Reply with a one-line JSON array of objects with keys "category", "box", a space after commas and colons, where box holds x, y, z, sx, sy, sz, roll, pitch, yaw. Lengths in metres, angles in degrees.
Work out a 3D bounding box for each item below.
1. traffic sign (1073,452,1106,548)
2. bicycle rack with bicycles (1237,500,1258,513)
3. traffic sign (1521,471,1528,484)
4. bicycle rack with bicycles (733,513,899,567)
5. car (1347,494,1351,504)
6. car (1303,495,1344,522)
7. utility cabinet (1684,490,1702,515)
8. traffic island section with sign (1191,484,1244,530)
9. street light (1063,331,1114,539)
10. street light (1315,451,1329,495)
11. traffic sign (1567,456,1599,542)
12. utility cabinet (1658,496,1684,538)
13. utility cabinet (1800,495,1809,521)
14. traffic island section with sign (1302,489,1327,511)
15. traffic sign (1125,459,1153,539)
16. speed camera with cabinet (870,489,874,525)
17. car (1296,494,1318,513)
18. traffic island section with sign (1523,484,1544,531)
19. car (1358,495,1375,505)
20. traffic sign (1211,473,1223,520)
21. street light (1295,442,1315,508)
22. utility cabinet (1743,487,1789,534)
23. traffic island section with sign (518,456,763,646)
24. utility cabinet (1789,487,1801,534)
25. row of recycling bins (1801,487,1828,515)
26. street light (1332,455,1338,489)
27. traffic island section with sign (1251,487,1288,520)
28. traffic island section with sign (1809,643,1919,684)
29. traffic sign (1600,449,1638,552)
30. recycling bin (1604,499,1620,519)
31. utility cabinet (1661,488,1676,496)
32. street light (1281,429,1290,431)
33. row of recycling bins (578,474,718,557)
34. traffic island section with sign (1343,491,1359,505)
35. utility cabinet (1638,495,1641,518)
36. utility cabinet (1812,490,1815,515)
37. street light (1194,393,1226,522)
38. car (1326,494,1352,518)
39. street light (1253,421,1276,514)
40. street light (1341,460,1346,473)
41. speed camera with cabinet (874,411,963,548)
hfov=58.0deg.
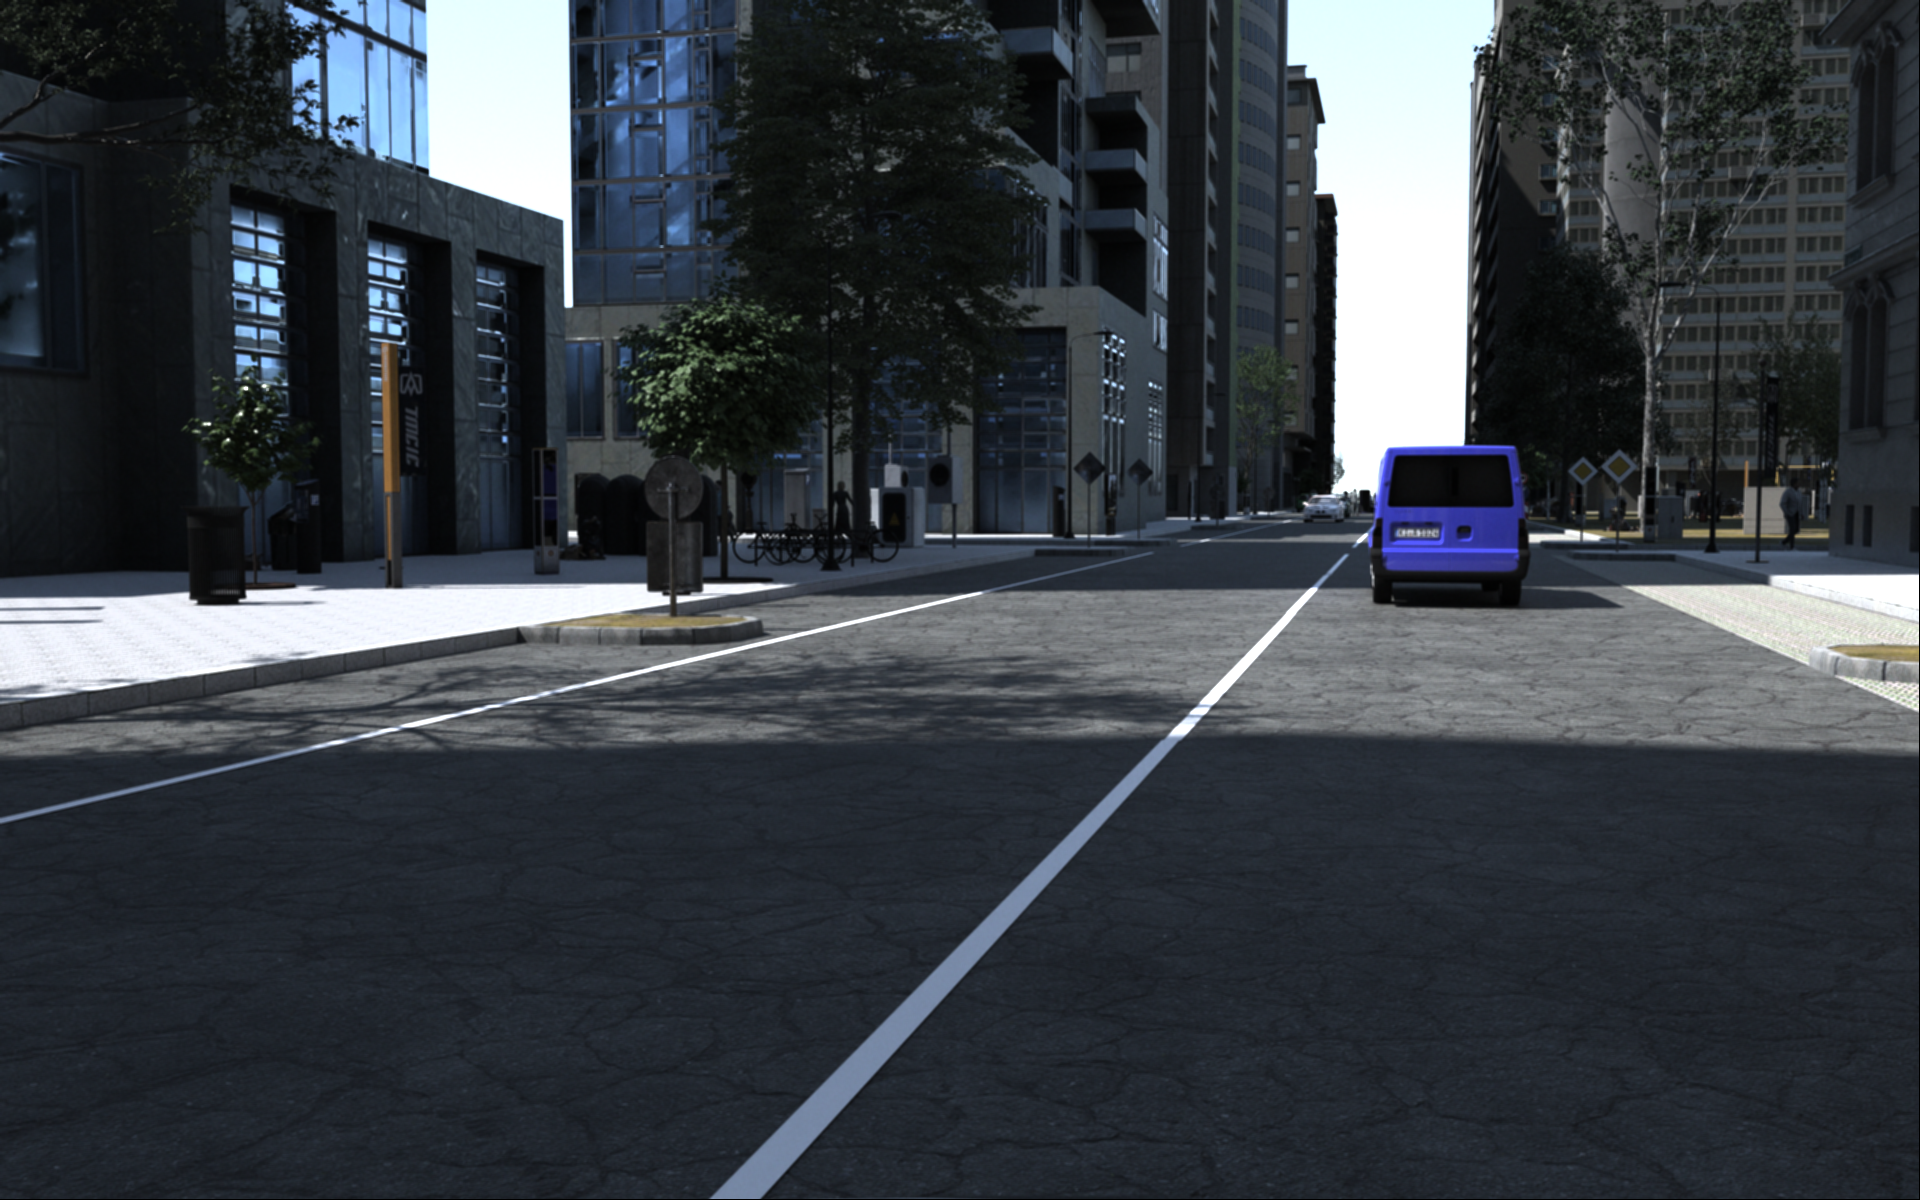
[{"category": "traffic sign", "box": [3.079, -2.299, 41.234, 0.795, 2.450, 0.064, 1, 4, 14]}, {"category": "bicycle rack with bicycles", "box": [18.559, -6.227, 115.190, 2.852, 0.926, 2.925, -1, 4, -22]}, {"category": "traffic sign", "box": [31.208, -5.892, 96.434, 0.768, 2.556, 0.104, 1, 4, 17]}, {"category": "bicycle rack with bicycles", "box": [-2.776, -1.124, 31.758, 2.925, 0.926, 2.852, 1, 4, 10]}, {"category": "car", "box": [51.799, -13.505, 230.589, 2.009, 1.686, 4.222, 1, 4, 15]}, {"category": "car", "box": [18.758, -4.699, 89.185, 2.083, 1.381, 4.827, 1, 4, 16]}, {"category": "utility cabinet", "box": [43.607, -5.782, 103.212, 1.173, 1.500, 0.318, -1, 4, -18]}, {"category": "traffic island section with sign", "box": [10.458, -3.763, 70.159, 1.989, 1.847, 2.006, 1, 4, 14]}, {"category": "street light", "box": [3.676, -4.707, 49.504, 1.470, 5.913, 1.316, 1, 4, 14]}, {"category": "street light", "box": [38.356, -12.979, 184.752, 1.470, 5.913, 1.316, 1, 4, 14]}, {"category": "traffic sign", "box": [16.532, -2.592, 46.018, 0.795, 2.450, 0.064, 1, 4, 14]}, {"category": "utility cabinet", "box": [20.420, -2.388, 50.212, 1.020, 1.237, 0.306, 0, 4, -7]}, {"category": "utility cabinet", "box": [40.419, -4.434, 83.651, 1.020, 1.237, 0.306, 2, 4, 33]}, {"category": "traffic island section with sign", "box": [29.703, -8.353, 145.207, 1.989, 1.847, 2.006, 1, 4, 14]}, {"category": "traffic sign", "box": [5.063, -2.772, 48.970, 0.795, 2.450, 0.064, 1, 4, 14]}, {"category": "speed camera with cabinet", "box": [-2.191, -3.603, 53.243, 0.660, 3.252, 2.038, 1, 4, 18]}, {"category": "car", "box": [26.781, -7.597, 133.001, 1.959, 1.807, 4.718, 1, 4, 12]}, {"category": "traffic island section with sign", "box": [21.900, -3.644, 68.204, 1.989, 1.847, 2.006, 1, 4, 14]}, {"category": "car", "box": [52.399, -12.898, 223.240, 2.083, 1.381, 4.827, 1, 4, 14]}, {"category": "traffic sign", "box": [12.746, -5.119, 85.828, 0.606, 2.300, 0.079, 2, 4, 24]}, {"category": "street light", "box": [30.653, -11.143, 154.723, 1.470, 5.913, 1.316, 1, 4, 14]}, {"category": "utility cabinet", "box": [25.363, -2.809, 54.608, 1.173, 1.500, 0.318, 1, 4, 20]}, {"category": "traffic island section with sign", "box": [-3.079, -0.535, 17.374, 1.989, 1.847, 2.006, 1, 4, 14]}, {"category": "utility cabinet", "box": [26.252, -2.845, 55.193, 1.173, 1.500, 0.318, -2, 4, -26]}, {"category": "row of recycling bins", "box": [52.406, -5.943, 104.288, 3.534, 1.692, 1.069, 2, 4, 28]}, {"category": "street light", "box": [43.360, -14.147, 203.851, 1.470, 5.913, 1.316, 1, 4, 14]}, {"category": "traffic island section with sign", "box": [17.384, -5.415, 97.167, 1.989, 1.847, 2.006, 1, 4, 14]}, {"category": "traffic island section with sign", "box": [7.931, -0.311, 13.718, 1.989, 1.847, 2.006, 1, 4, 14]}, {"category": "traffic sign", "box": [14.548, -2.119, 38.283, 0.795, 2.450, 0.064, 1, 4, 14]}, {"category": "recycling bin", "box": [33.403, -4.665, 88.831, 0.722, 1.027, 0.722, 2, 4, 29]}, {"category": "utility cabinet", "box": [26.687, -3.463, 65.294, 0.318, 1.500, 1.173, 1, 4, 11]}, {"category": "street light", "box": [22.959, -9.296, 124.535, 1.470, 5.913, 1.316, 1, 4, 14]}, {"category": "row of recycling bins", "box": [-6.602, -1.792, 36.404, 3.534, 1.692, 1.069, 2, 4, 29]}, {"category": "traffic island section with sign", "box": [57.109, -14.888, 252.054, 1.989, 1.847, 2.006, 1, 4, 14]}, {"category": "utility cabinet", "box": [37.442, -5.083, 94.274, 1.020, 1.237, 0.306, -1, 4, -11]}, {"category": "utility cabinet", "box": [53.107, -5.998, 106.740, 1.173, 1.500, 0.318, -1, 4, -15]}, {"category": "street light", "box": [11.538, -6.558, 79.758, 1.470, 5.913, 1.316, 1, 4, 14]}, {"category": "car", "box": [23.097, -5.809, 106.778, 2.131, 1.459, 4.920, 1, 4, 15]}, {"category": "street light", "box": [19.278, -8.394, 109.779, 1.470, 5.913, 1.316, 1, 4, 14]}, {"category": "street light", "box": [50.989, -15.993, 234.021, 1.470, 5.913, 1.316, 1, 4, 14]}, {"category": "speed camera with cabinet", "box": [-0.947, -2.874, 41.325, 2.038, 3.252, 0.660, 2, 4, 29]}]
